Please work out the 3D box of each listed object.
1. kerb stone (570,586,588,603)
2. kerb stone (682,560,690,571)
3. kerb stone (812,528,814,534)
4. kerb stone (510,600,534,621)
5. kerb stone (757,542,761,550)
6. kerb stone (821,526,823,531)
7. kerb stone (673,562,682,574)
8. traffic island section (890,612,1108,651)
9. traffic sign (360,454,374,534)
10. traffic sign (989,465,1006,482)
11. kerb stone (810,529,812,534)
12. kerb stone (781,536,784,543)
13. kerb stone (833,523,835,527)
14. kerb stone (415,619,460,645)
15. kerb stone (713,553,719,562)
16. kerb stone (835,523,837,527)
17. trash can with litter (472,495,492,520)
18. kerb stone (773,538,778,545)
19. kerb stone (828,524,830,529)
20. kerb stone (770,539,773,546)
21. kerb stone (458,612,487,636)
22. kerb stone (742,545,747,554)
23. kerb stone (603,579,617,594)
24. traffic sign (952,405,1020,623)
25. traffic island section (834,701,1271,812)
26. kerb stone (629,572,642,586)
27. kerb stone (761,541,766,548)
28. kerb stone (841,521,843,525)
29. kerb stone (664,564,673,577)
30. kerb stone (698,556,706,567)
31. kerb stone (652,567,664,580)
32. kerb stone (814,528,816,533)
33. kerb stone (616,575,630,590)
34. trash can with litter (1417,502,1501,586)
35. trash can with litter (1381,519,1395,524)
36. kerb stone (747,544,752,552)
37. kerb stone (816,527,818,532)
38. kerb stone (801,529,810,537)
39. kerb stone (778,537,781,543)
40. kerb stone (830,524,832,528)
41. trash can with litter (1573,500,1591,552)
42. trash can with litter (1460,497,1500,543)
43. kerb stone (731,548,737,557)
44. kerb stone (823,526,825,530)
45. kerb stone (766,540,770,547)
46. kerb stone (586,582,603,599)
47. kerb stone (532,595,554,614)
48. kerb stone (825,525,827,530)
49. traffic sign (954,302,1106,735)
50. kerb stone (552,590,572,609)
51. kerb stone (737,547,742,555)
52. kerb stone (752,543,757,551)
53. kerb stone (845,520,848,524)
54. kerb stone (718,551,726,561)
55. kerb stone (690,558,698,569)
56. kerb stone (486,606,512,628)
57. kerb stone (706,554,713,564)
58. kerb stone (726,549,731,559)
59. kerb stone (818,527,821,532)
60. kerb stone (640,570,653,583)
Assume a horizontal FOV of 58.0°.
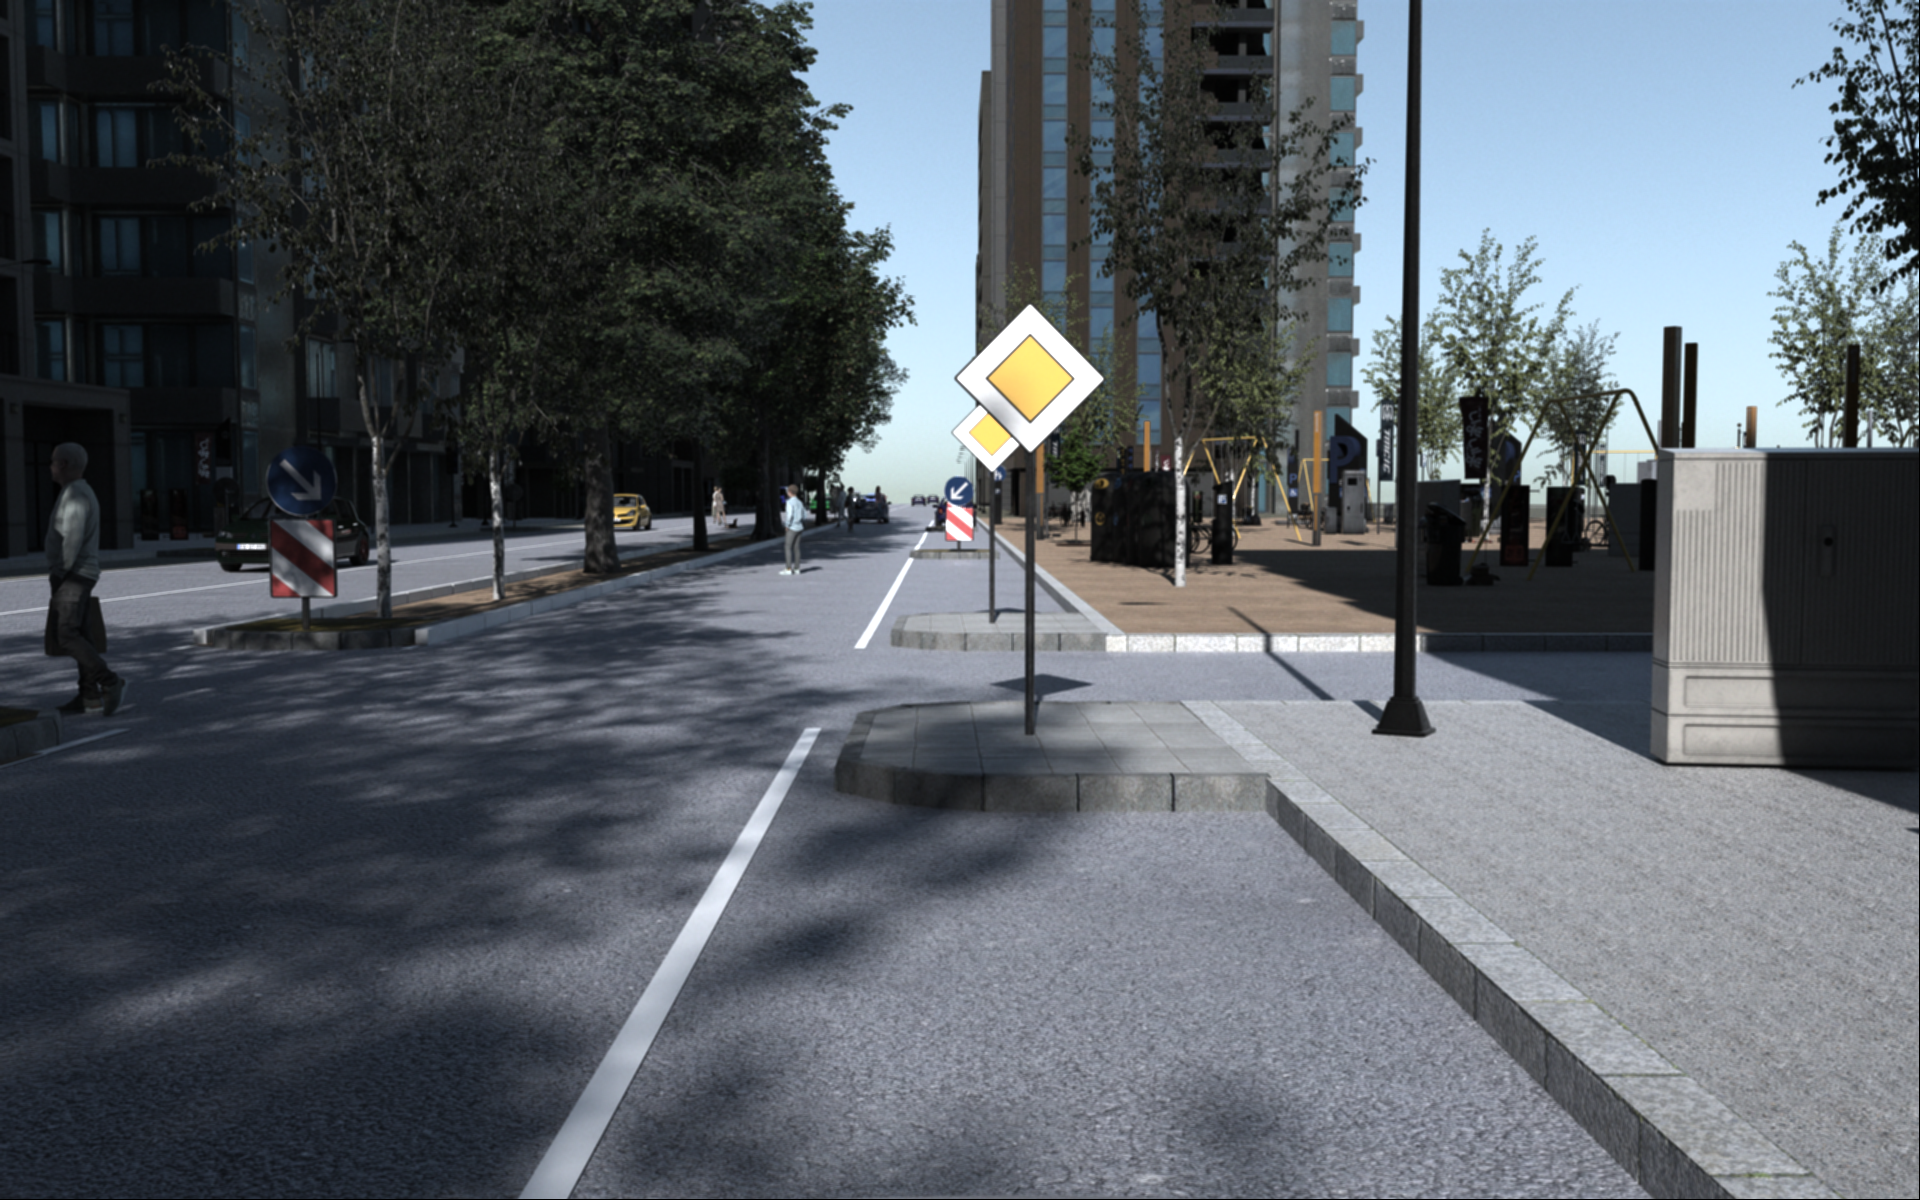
[{"bbox_3d":[-5.148,-0.049,23.049,0.120,0.150,1.000,0,4,0],"label":"kerb stone"},{"bbox_3d":[-5.216,-0.616,32.264,0.120,0.150,1.000,0,4,0],"label":"kerb stone"},{"bbox_3d":[-5.404,-2.433,61.967,0.120,0.150,1.000,0,4,0],"label":"kerb stone"},{"bbox_3d":[-5.124,0.136,19.967,0.120,0.150,1.000,0,4,0],"label":"kerb stone"},{"bbox_3d":[-5.293,-1.367,44.549,0.120,0.150,1.000,0,4,0],"label":"kerb stone"},{"bbox_3d":[-5.433,-2.684,66.074,0.120,0.150,1.000,0,4,0],"label":"kerb stone"},{"bbox_3d":[-5.199,-0.551,31.242,0.120,0.150,1.000,0,4,0],"label":"kerb stone"},{"bbox_3d":[0.338,0.308,17.237,2.009,0.180,2.903,0,4,0],"label":"traffic island section"},{"bbox_3d":[-18.897,-3.396,55.631,0.768,2.556,0.104,0,4,2],"label":"traffic sign"},{"bbox_3d":[1.625,-4.586,75.087,0.768,2.556,0.104,0,4,5],"label":"traffic sign"},{"bbox_3d":[-5.394,-2.370,60.944,0.120,0.150,1.000,0,4,0],"label":"kerb stone"},{"bbox_3d":[-5.331,-1.742,50.706,0.120,0.150,1.000,0,4,0],"label":"kerb stone"},{"bbox_3d":[-5.479,-3.123,73.281,0.120,0.150,1.000,0,4,0],"label":"kerb stone"},{"bbox_3d":[-5.100,0.325,16.888,0.120,0.150,1.000,0,4,0],"label":"kerb stone"},{"bbox_3d":[-5.236,-0.860,36.357,0.120,0.150,1.000,0,4,0],"label":"kerb stone"},{"bbox_3d":[-5.491,-3.182,74.306,0.120,0.150,1.000,0,4,0],"label":"kerb stone"},{"bbox_3d":[-24.009,-4.701,87.920,1.678,1.210,2.233,-2,4,-34],"label":"trash can with litter"},{"bbox_3d":[-5.304,-1.618,48.654,0.120,0.150,1.000,0,4,0],"label":"kerb stone"},{"bbox_3d":[-5.457,-2.936,70.199,0.120,0.150,1.000,0,4,0],"label":"kerb stone"},{"bbox_3d":[-5.313,-1.550,47.632,0.120,0.150,1.000,0,4,0],"label":"kerb stone"},{"bbox_3d":[-5.109,0.262,17.910,0.120,0.150,1.000,0,4,0],"label":"kerb stone"},{"bbox_3d":[-5.269,-1.174,41.471,0.120,0.150,1.000,0,4,0],"label":"kerb stone"},{"bbox_3d":[-5.158,-0.173,25.094,0.120,0.150,1.000,0,4,0],"label":"kerb stone"},{"bbox_3d":[0.315,-0.827,17.160,0.795,2.450,0.064,0,4,0],"label":"traffic sign"},{"bbox_3d":[0.392,0.797,9.252,2.009,0.180,2.903,0,4,0],"label":"traffic island section"},{"bbox_3d":[-5.173,-0.300,27.148,0.120,0.150,1.000,0,4,0],"label":"kerb stone"},{"bbox_3d":[-5.294,-1.430,45.575,0.120,0.150,1.000,0,4,0],"label":"kerb stone"},{"bbox_3d":[-5.510,-3.436,78.411,0.120,0.150,1.000,0,4,0],"label":"kerb stone"},{"bbox_3d":[-5.189,-0.489,30.217,0.120,0.150,1.000,0,4,0],"label":"kerb stone"},{"bbox_3d":[-5.218,-0.738,34.308,0.120,0.150,1.000,0,4,0],"label":"kerb stone"},{"bbox_3d":[-5.178,-0.427,29.195,0.120,0.150,1.000,0,4,0],"label":"kerb stone"},{"bbox_3d":[-5.417,-2.496,62.997,0.120,0.150,1.000,0,4,0],"label":"kerb stone"},{"bbox_3d":[-5.166,-0.240,26.125,0.120,0.150,1.000,0,4,0],"label":"kerb stone"},{"bbox_3d":[7.030,-0.797,24.422,1.055,1.170,0.624,0,4,-8],"label":"trash can with litter"},{"bbox_3d":[18.647,-3.858,74.133,1.678,1.210,2.233,1,4,21],"label":"trash can with litter"},{"bbox_3d":[-5.274,-1.239,42.505,0.120,0.150,1.000,0,4,0],"label":"kerb stone"},{"bbox_3d":[-5.429,-2.558,64.022,0.120,0.150,1.000,0,4,0],"label":"kerb stone"},{"bbox_3d":[-5.391,-2.304,59.917,0.120,0.150,1.000,0,4,0],"label":"kerb stone"},{"bbox_3d":[-5.320,-1.676,49.677,0.120,0.150,1.000,0,4,0],"label":"kerb stone"},{"bbox_3d":[-5.470,-2.994,71.224,0.120,0.150,1.000,0,4,0],"label":"kerb stone"},{"bbox_3d":[13.654,-1.664,38.600,0.624,1.170,1.055,3,5,40],"label":"trash can with litter"},{"bbox_3d":[13.650,-2.116,45.656,2.233,1.210,1.678,0,4,-7],"label":"trash can with litter"},{"bbox_3d":[-5.259,-1.054,39.427,0.120,0.150,1.000,0,4,0],"label":"kerb stone"},{"bbox_3d":[-5.443,-2.747,67.112,0.120,0.150,1.000,0,4,0],"label":"kerb stone"},{"bbox_3d":[-5.300,-1.493,46.608,0.120,0.150,1.000,0,4,0],"label":"kerb stone"},{"bbox_3d":[-5.153,-0.115,24.071,0.120,0.150,1.000,0,4,0],"label":"kerb stone"},{"bbox_3d":[-5.127,0.074,21.003,0.120,0.150,1.000,0,4,0],"label":"kerb stone"},{"bbox_3d":[-5.447,-2.805,68.151,0.120,0.150,1.000,0,4,0],"label":"kerb stone"},{"bbox_3d":[0.368,-0.338,9.175,0.795,2.450,0.064,0,4,0],"label":"traffic sign"},{"bbox_3d":[-5.135,0.012,22.027,0.120,0.150,1.000,0,4,0],"label":"kerb stone"},{"bbox_3d":[-5.265,-1.114,40.449,0.120,0.150,1.000,0,4,0],"label":"kerb stone"},{"bbox_3d":[-5.284,-1.302,43.527,0.120,0.150,1.000,0,4,0],"label":"kerb stone"},{"bbox_3d":[-5.561,-3.748,83.542,0.120,0.150,1.000,0,4,0],"label":"kerb stone"},{"bbox_3d":[-5.241,-0.924,37.383,0.120,0.150,1.000,0,4,0],"label":"kerb stone"},{"bbox_3d":[-5.213,-0.673,33.286,0.120,0.150,1.000,0,4,0],"label":"kerb stone"},{"bbox_3d":[-5.117,0.199,18.936,0.120,0.150,1.000,0,4,0],"label":"kerb stone"},{"bbox_3d":[-5.224,-0.803,35.330,0.120,0.150,1.000,0,4,0],"label":"kerb stone"},{"bbox_3d":[-5.251,-0.990,38.405,0.120,0.150,1.000,0,4,0],"label":"kerb stone"},{"bbox_3d":[-5.423,-2.621,65.044,0.120,0.150,1.000,0,4,0],"label":"kerb stone"},{"bbox_3d":[-5.180,-0.365,28.170,0.120,0.150,1.000,0,4,0],"label":"kerb stone"}]
